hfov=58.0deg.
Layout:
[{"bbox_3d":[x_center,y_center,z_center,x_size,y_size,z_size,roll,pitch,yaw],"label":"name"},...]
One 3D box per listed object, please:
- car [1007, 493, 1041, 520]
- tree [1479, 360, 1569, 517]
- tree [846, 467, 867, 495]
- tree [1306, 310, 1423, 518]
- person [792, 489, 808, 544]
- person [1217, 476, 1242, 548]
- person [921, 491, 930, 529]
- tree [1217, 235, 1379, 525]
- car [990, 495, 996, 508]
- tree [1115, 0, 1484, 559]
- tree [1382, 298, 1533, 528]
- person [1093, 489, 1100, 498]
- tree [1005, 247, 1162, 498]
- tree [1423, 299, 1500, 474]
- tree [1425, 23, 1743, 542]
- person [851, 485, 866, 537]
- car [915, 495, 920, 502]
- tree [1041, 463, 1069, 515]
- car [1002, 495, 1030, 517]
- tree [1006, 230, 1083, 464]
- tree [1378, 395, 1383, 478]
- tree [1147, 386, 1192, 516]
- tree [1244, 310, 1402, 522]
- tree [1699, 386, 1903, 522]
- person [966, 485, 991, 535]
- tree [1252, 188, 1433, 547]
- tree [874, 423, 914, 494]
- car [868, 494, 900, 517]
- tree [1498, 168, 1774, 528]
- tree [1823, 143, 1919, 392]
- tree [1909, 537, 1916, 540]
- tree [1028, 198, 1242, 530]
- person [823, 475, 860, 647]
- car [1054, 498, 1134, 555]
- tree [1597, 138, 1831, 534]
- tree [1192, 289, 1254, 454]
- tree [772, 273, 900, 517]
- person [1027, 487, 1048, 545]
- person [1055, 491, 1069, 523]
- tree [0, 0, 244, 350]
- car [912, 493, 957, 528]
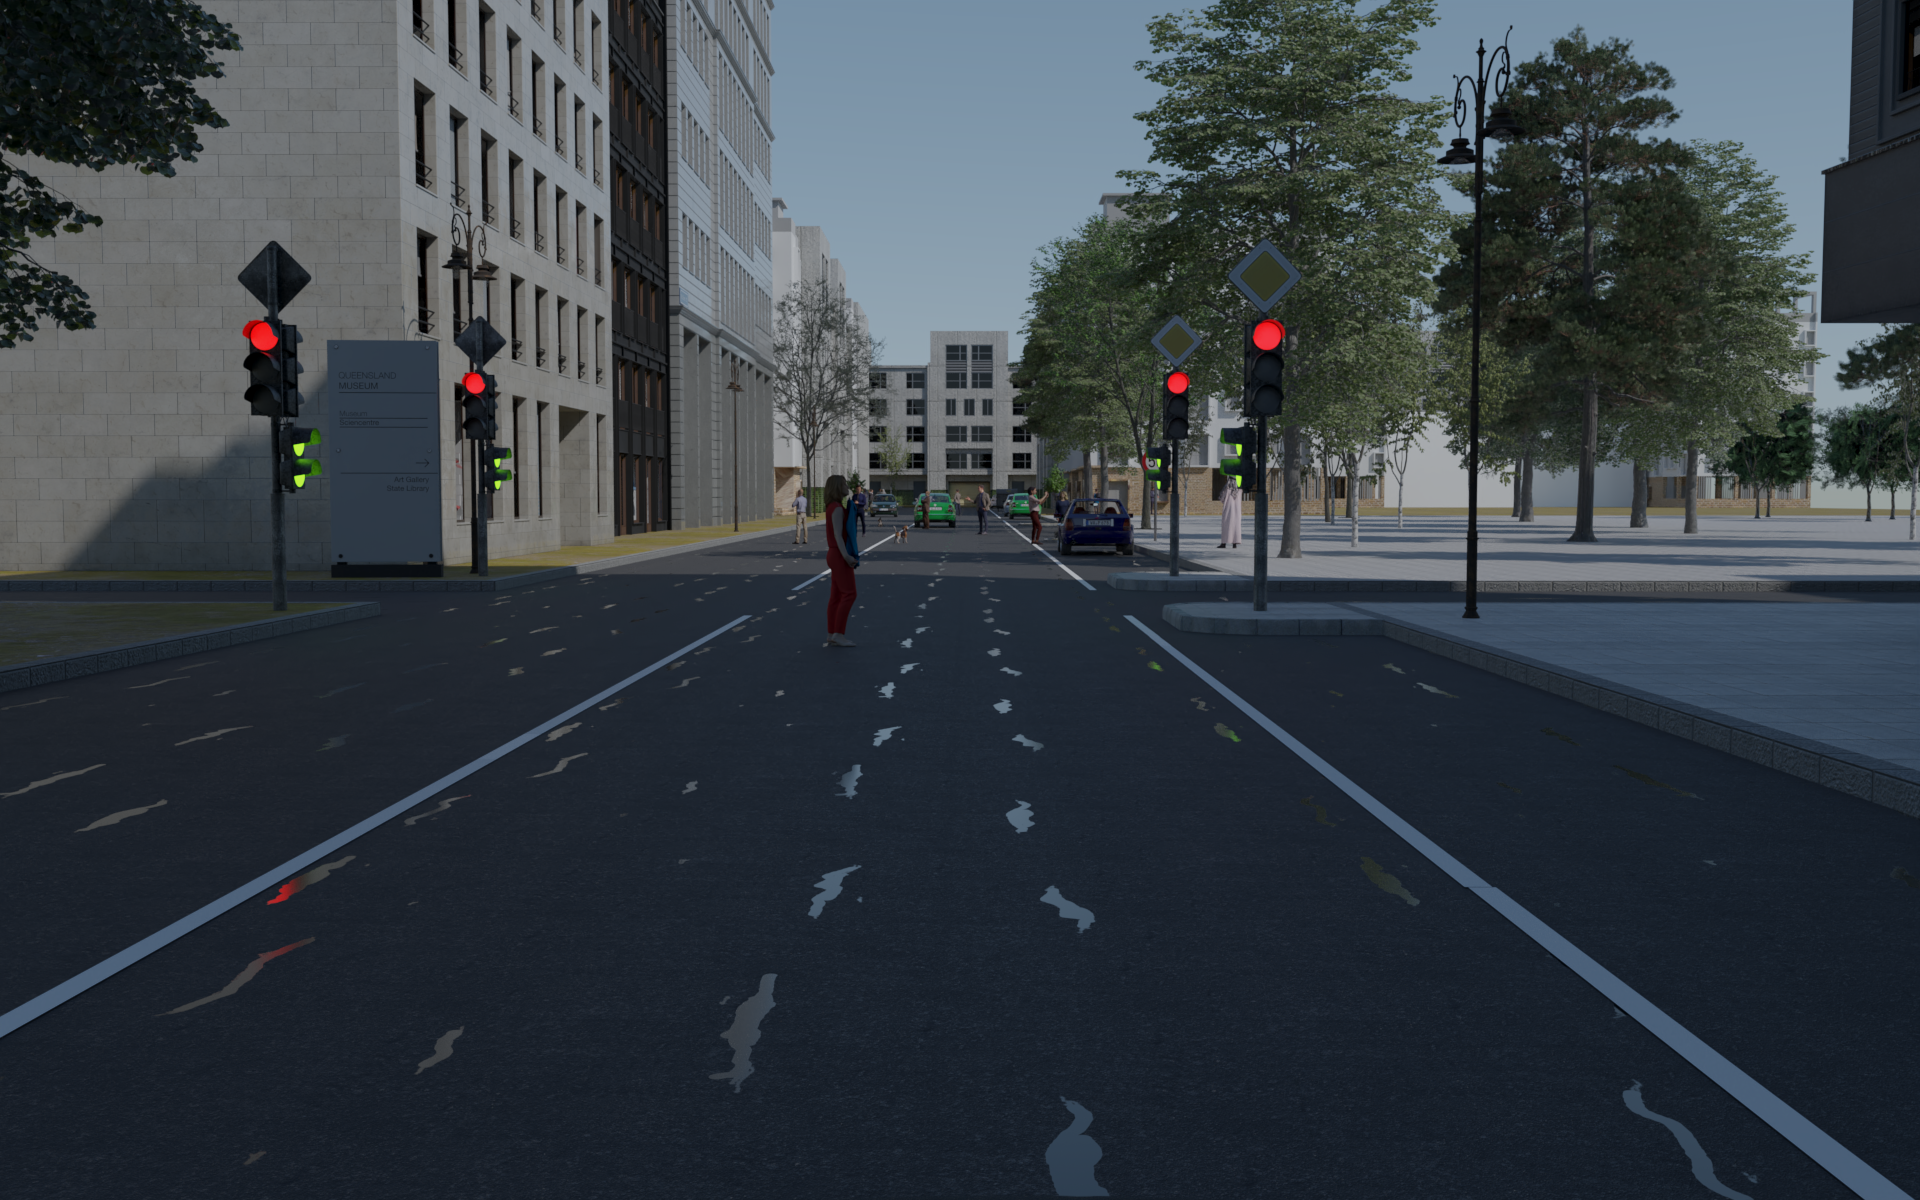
[{"bbox_3d":[3.685,-5.505,98.796,1.959,1.807,4.718,0,4,1],"label":"car"},{"bbox_3d":[30.953,-10.630,95.858,6.751,12.117,7.091,0,3,0],"label":"tree"},{"bbox_3d":[-7.249,-7.750,121.307,1.663,3.219,1.824,0,3,0],"label":"tree"},{"bbox_3d":[20.556,-10.163,91.921,9.928,11.665,9.643,0,3,0],"label":"tree"},{"bbox_3d":[-4.597,-2.397,49.756,0.516,1.574,0.319,-3,5,-39],"label":"person"},{"bbox_3d":[6.416,-2.093,40.938,0.551,1.740,0.621,-2,4,-33],"label":"person"},{"bbox_3d":[-1.419,-3.694,71.160,0.388,1.546,0.482,0,4,-5],"label":"person"},{"bbox_3d":[9.123,-5.968,47.935,4.737,8.622,4.395,0,3,0],"label":"tree"},{"bbox_3d":[3.996,-9.939,174.860,2.083,1.381,4.827,0,4,1],"label":"car"},{"bbox_3d":[6.574,-7.134,34.769,7.486,12.596,7.792,0,3,0],"label":"tree"},{"bbox_3d":[16.655,-6.481,56.326,4.737,8.622,4.395,0,3,0],"label":"tree"},{"bbox_3d":[7.797,-5.523,98.208,0.647,1.594,0.662,-1,4,-15],"label":"person"},{"bbox_3d":[6.319,-10.930,86.129,7.806,13.903,7.818,0,3,0],"label":"tree"},{"bbox_3d":[26.318,-10.583,79.682,9.857,13.997,8.962,0,3,0],"label":"tree"},{"bbox_3d":[16.621,-8.473,45.962,7.806,13.903,7.818,0,3,0],"label":"tree"},{"bbox_3d":[-3.422,-2.986,58.019,0.576,1.737,0.504,0,4,8],"label":"person"},{"bbox_3d":[-3.400,-9.748,171.738,2.083,1.381,4.827,0,4,0],"label":"car"},{"bbox_3d":[6.025,-7.074,110.259,1.663,3.219,1.824,0,3,0],"label":"tree"},{"bbox_3d":[3.660,-6.013,110.317,2.014,1.417,4.499,0,4,1],"label":"car"},{"bbox_3d":[5.657,-9.438,72.432,7.486,12.596,7.792,0,3,0],"label":"tree"},{"bbox_3d":[16.659,-7.020,65.142,4.737,8.622,4.395,0,3,0],"label":"tree"},{"bbox_3d":[12.889,-9.124,99.533,4.360,8.622,3.978,0,3,0],"label":"tree"},{"bbox_3d":[16.360,-8.802,78.327,7.601,10.594,8.767,0,4,8],"label":"tree"},{"bbox_3d":[43.761,-7.661,88.162,11.467,7.101,20.602,-1,4,-13],"label":"tree"},{"bbox_3d":[0.639,-3.191,61.202,0.750,1.759,0.617,-2,4,-31],"label":"person"},{"bbox_3d":[9.509,-5.592,41.791,4.360,8.622,3.978,0,3,0],"label":"tree"},{"bbox_3d":[-6.907,-13.995,179.179,4.737,8.622,4.395,0,3,0],"label":"tree"},{"bbox_3d":[-4.756,-6.056,108.803,2.009,1.686,4.222,0,4,-1],"label":"car"},{"bbox_3d":[25.782,-9.724,65.640,9.857,13.997,8.962,0,3,0],"label":"tree"},{"bbox_3d":[18.891,-6.625,30.376,6.751,12.117,7.091,0,3,0],"label":"tree"},{"bbox_3d":[26.976,-6.002,48.489,4.360,8.622,3.978,0,3,0],"label":"tree"},{"bbox_3d":[6.582,-8.346,62.205,9.928,11.665,9.643,0,3,0],"label":"tree"},{"bbox_3d":[-1.109,-0.385,16.496,0.444,1.614,0.593,1,4,15],"label":"person"},{"bbox_3d":[3.248,-1.792,41.875,1.945,1.354,3.894,0,4,2],"label":"car"},{"bbox_3d":[23.864,-8.398,55.439,7.486,12.596,7.792,0,3,0],"label":"tree"},{"bbox_3d":[9.495,-6.336,53.958,4.360,8.622,3.978,0,3,0],"label":"tree"},{"bbox_3d":[-8.441,-11.391,96.616,12.009,13.543,11.850,0,3,0],"label":"tree"},{"bbox_3d":[2.218,-2.405,49.283,0.517,1.644,0.566,-3,5,-45],"label":"person"},{"bbox_3d":[2.942,-2.361,49.641,0.480,1.512,0.613,-1,4,-11],"label":"person"},{"bbox_3d":[-7.970,-6.353,10.527,9.857,13.997,8.962,0,3,0],"label":"tree"},{"bbox_3d":[-1.101,-4.060,75.176,1.959,1.807,4.718,0,4,-1],"label":"car"}]
